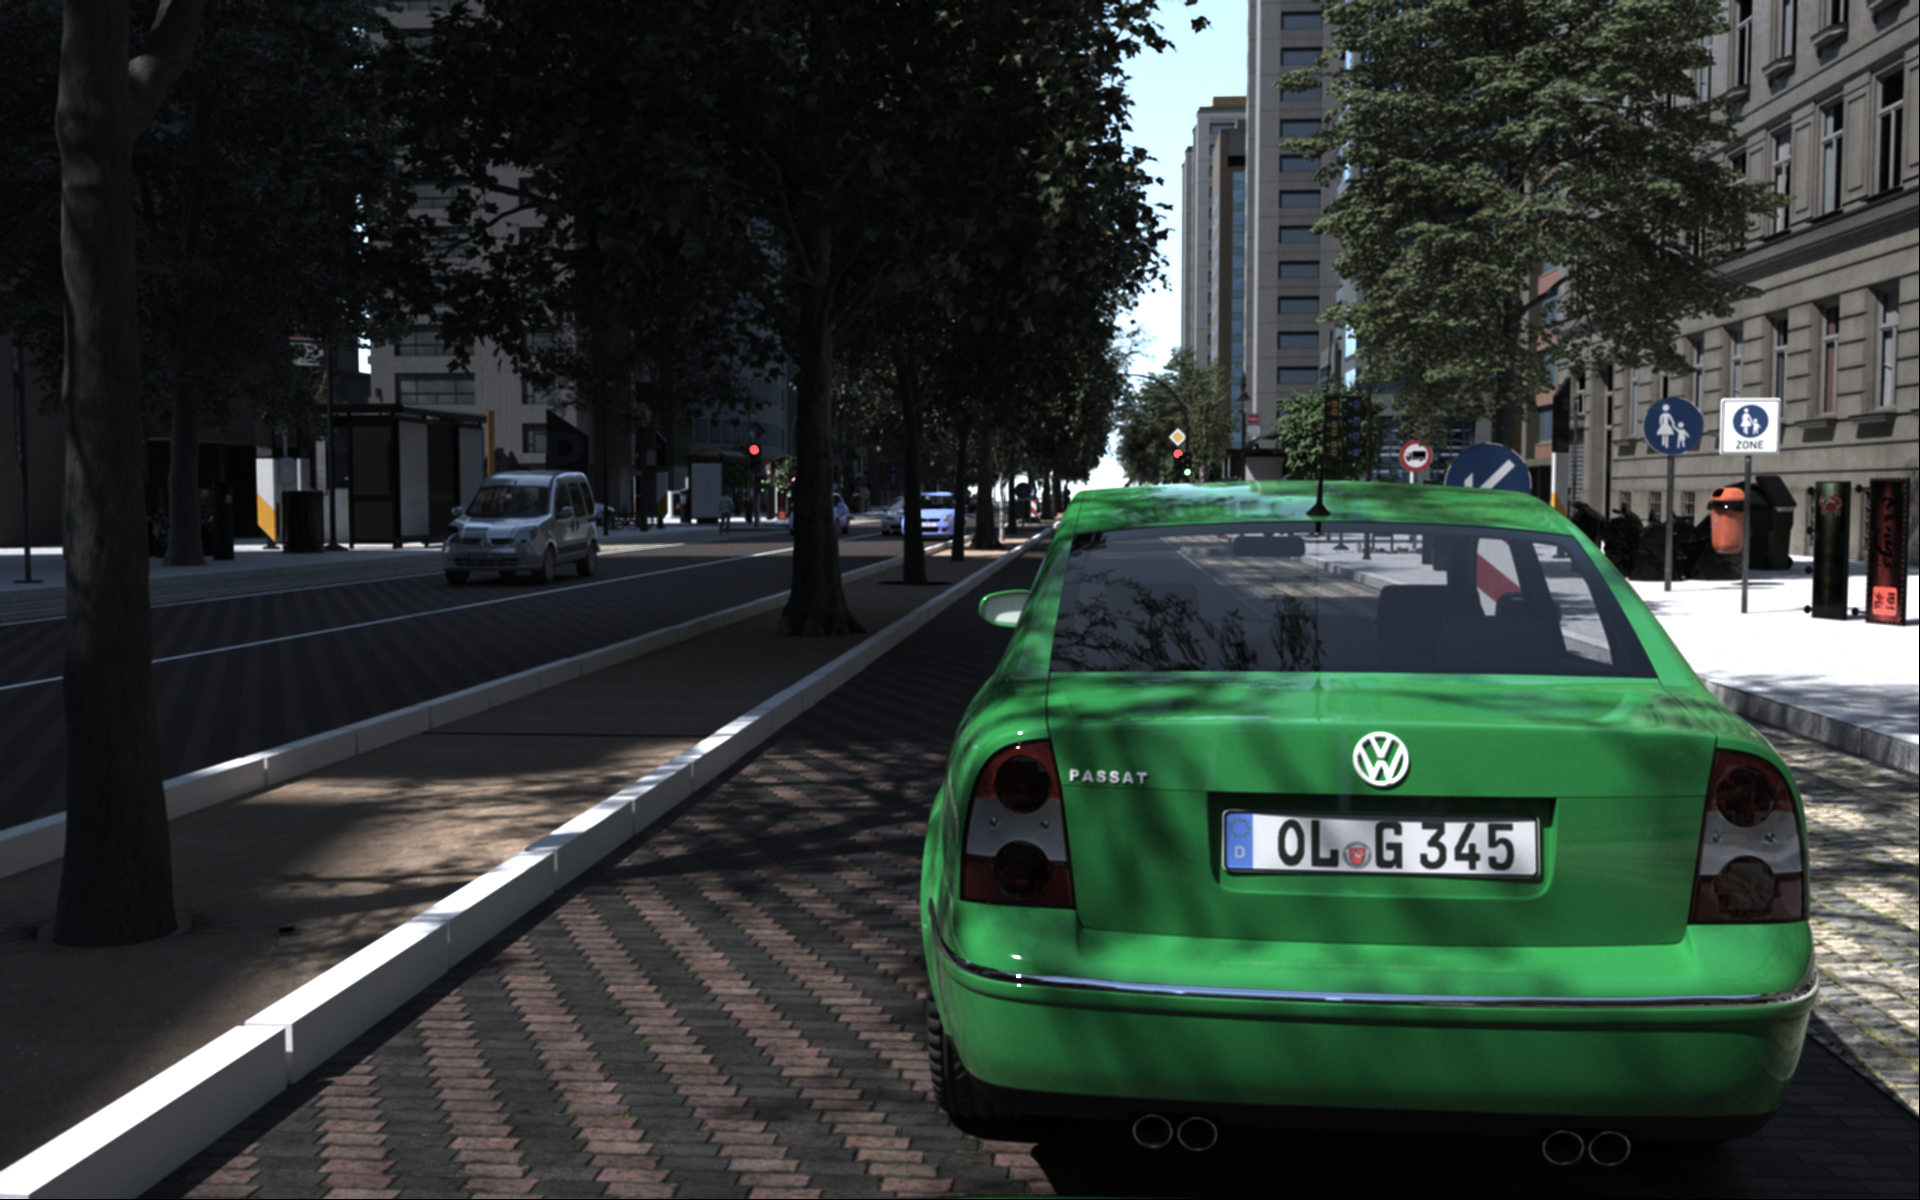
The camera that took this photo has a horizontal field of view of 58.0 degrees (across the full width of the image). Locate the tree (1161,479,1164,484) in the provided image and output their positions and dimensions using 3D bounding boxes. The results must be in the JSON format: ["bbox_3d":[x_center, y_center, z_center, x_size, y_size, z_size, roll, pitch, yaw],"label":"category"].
[{"bbox_3d":[19.959,-10.674,169.119,1.663,3.219,1.824,0,3,0],"label":"tree"}]

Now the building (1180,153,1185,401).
[{"bbox_3d":[47.624,-45.798,290.801,21.231,58.520,28.212,0,4,5],"label":"building"}]

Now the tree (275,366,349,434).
[{"bbox_3d":[-34.010,-8.551,90.166,4.737,8.622,4.395,0,3,0],"label":"tree"}]

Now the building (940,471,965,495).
[{"bbox_3d":[-13.315,-27.356,292.315,27.650,21.520,28.899,0,4,5],"label":"building"}]

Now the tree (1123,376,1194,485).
[{"bbox_3d":[20.934,-16.946,183.727,9.857,13.997,8.962,0,3,0],"label":"tree"}]

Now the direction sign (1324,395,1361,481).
[{"bbox_3d":[8.790,-2.927,39.851,0.876,3.537,0.379,-1,4,-11],"label":"direction sign"}]

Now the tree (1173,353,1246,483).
[{"bbox_3d":[12.997,-8.619,91.279,4.737,8.622,4.395,0,3,0],"label":"tree"}]

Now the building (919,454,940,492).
[{"bbox_3d":[-10.602,-29.232,249.642,14.160,30.474,14.107,0,4,5],"label":"building"}]

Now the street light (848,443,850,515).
[{"bbox_3d":[-6.779,-8.118,105.511,0.468,5.910,1.993,0,4,5],"label":"street light"}]

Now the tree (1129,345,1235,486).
[{"bbox_3d":[17.147,-13.131,132.816,7.486,12.596,7.792,0,3,0],"label":"tree"}]

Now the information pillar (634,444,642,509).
[{"bbox_3d":[-14.986,-5.460,80.631,0.183,3.616,0.504,2,4,32],"label":"information pillar"}]

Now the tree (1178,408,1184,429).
[{"bbox_3d":[18.072,-13.417,153.784,7.601,10.594,8.767,-1,4,-11],"label":"tree"}]

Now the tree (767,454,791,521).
[{"bbox_3d":[-8.377,-5.468,84.008,1.663,3.219,1.824,0,3,0],"label":"tree"}]

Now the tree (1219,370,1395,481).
[{"bbox_3d":[9.886,-3.809,45.999,4.285,4.588,4.351,0,3,0],"label":"tree"}]

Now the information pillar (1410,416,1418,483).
[{"bbox_3d":[11.901,-3.308,45.439,0.183,3.616,0.504,2,4,28],"label":"information pillar"}]

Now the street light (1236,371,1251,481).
[{"bbox_3d":[10.612,-5.638,64.961,0.468,5.910,1.993,0,4,5],"label":"street light"}]

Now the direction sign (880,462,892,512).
[{"bbox_3d":[-5.244,-7.977,122.413,0.876,3.537,0.379,0,4,3],"label":"direction sign"}]

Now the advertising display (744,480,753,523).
[{"bbox_3d":[-9.526,-4.466,78.235,0.123,1.923,0.974,1,4,9],"label":"advertising display"}]

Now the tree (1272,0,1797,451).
[{"bbox_3d":[8.727,-6.648,26.830,7.486,12.596,7.792,0,3,0],"label":"tree"}]

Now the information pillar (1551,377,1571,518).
[{"bbox_3d":[11.956,-2.637,34.475,0.504,3.616,0.183,-3,4,-39],"label":"information pillar"}]

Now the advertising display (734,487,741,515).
[{"bbox_3d":[-13.554,-6.131,105.454,0.123,1.923,0.974,1,4,12],"label":"advertising display"}]

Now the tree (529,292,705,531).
[{"bbox_3d":[-11.034,-7.628,59.135,8.767,10.594,7.601,1,4,16],"label":"tree"}]

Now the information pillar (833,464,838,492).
[{"bbox_3d":[-9.735,-8.766,134.675,0.504,3.616,0.183,0,4,-7],"label":"information pillar"}]

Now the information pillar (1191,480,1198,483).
[{"bbox_3d":[12.004,-5.151,88.703,0.304,2.012,0.304,2,4,29],"label":"information pillar"}]

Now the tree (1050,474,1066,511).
[{"bbox_3d":[8.755,-11.811,145.932,4.737,8.622,4.395,0,3,0],"label":"tree"}]

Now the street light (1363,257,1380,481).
[{"bbox_3d":[7.988,-3.733,33.828,0.468,5.910,1.993,0,4,5],"label":"street light"}]

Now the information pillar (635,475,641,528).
[{"bbox_3d":[-12.131,-3.746,65.736,0.304,2.012,0.304,1,4,22],"label":"information pillar"}]

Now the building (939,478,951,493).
[{"bbox_3d":[-11.972,-50.621,265.896,20.563,71.187,20.611,0,4,5],"label":"building"}]

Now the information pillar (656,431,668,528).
[{"bbox_3d":[-11.123,-4.480,64.596,0.504,3.616,0.183,2,4,32],"label":"information pillar"}]

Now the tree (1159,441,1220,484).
[{"bbox_3d":[14.525,-7.757,110.541,4.285,4.588,4.351,0,3,0],"label":"tree"}]

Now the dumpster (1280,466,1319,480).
[{"bbox_3d":[10.499,-3.105,53.265,1.502,2.255,1.985,0,4,4],"label":"dumpster"}]

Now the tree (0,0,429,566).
[{"bbox_3d":[-14.003,-7.599,30.891,9.857,13.997,8.962,0,3,0],"label":"tree"}]

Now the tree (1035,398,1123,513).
[{"bbox_3d":[7.424,-13.485,129.593,9.857,13.997,8.962,0,3,0],"label":"tree"}]

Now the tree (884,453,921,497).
[{"bbox_3d":[-4.751,-9.504,139.110,4.285,4.588,4.351,0,3,0],"label":"tree"}]

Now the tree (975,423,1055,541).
[{"bbox_3d":[1.272,-6.065,51.975,4.360,8.622,3.978,0,3,0],"label":"tree"}]

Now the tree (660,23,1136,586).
[{"bbox_3d":[-0.813,-6.047,27.079,9.928,11.665,9.643,0,3,0],"label":"tree"}]

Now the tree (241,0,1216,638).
[{"bbox_3d":[-1.475,-5.979,17.216,9.611,12.733,9.660,0,3,0],"label":"tree"}]

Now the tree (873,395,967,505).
[{"bbox_3d":[-4.518,-13.951,146.220,7.486,12.596,7.792,0,3,0],"label":"tree"}]

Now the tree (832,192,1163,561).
[{"bbox_3d":[-0.104,-6.067,36.066,8.767,10.594,7.601,0,4,5],"label":"tree"}]

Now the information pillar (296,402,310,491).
[{"bbox_3d":[-15.346,-3.004,40.475,0.183,3.616,0.504,0,4,6],"label":"information pillar"}]

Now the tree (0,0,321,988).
[{"bbox_3d":[-2.756,-5.659,5.357,12.009,13.543,11.850,0,3,0],"label":"tree"}]

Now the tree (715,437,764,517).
[{"bbox_3d":[-12.724,-7.074,99.380,4.285,4.588,4.351,0,3,0],"label":"tree"}]

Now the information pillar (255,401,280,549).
[{"bbox_3d":[-16.119,-2.991,40.257,0.504,3.616,0.183,1,4,17],"label":"information pillar"}]

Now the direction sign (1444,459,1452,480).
[{"bbox_3d":[31.455,-7.276,110.967,0.876,3.537,0.379,0,4,6],"label":"direction sign"}]

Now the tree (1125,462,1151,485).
[{"bbox_3d":[22.751,-16.093,213.480,4.737,8.622,4.395,0,3,0],"label":"tree"}]

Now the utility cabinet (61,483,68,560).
[{"bbox_3d":[-17.174,-1.545,33.942,0.318,1.500,1.173,0,4,-4],"label":"utility cabinet"}]

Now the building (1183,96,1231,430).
[{"bbox_3d":[45.659,-44.080,262.707,21.231,58.520,28.212,0,4,5],"label":"building"}]

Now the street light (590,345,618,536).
[{"bbox_3d":[-10.974,-4.937,53.501,0.468,5.910,1.993,0,4,5],"label":"street light"}]

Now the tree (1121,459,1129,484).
[{"bbox_3d":[27.884,-21.055,262.378,7.486,12.596,7.792,0,3,0],"label":"tree"}]
